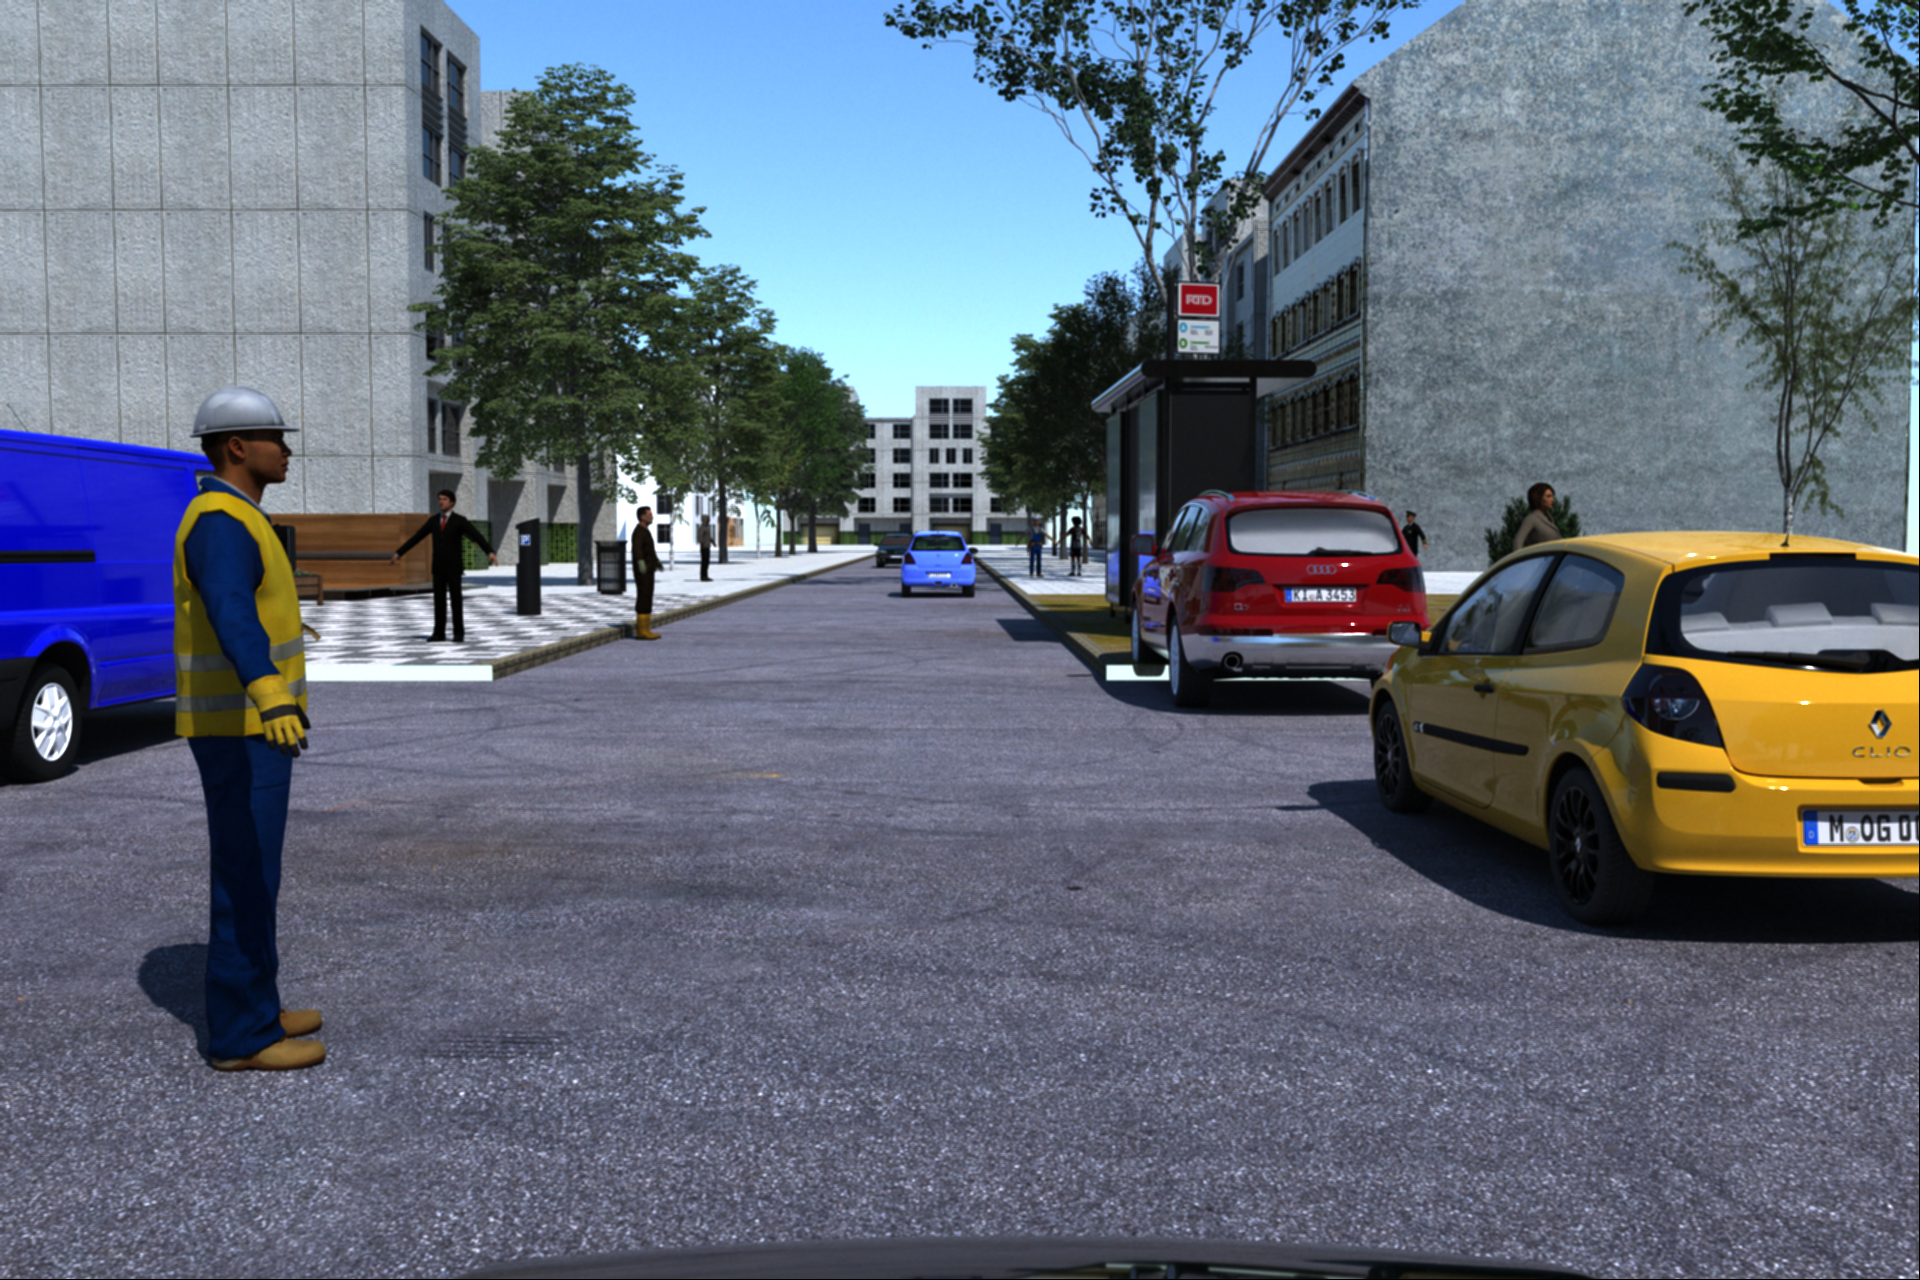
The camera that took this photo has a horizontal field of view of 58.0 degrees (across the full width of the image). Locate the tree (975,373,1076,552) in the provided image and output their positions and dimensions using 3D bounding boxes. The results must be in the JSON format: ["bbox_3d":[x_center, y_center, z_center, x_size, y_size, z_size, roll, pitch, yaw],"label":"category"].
[{"bbox_3d":[4.516,-12.480,122.182,7.486,12.596,7.792,0,3,0],"label":"tree"}]

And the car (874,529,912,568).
[{"bbox_3d":[-2.698,-3.971,74.710,2.009,1.686,4.222,0,4,0],"label":"car"}]

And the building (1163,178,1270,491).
[{"bbox_3d":[21.528,-13.973,94.919,16.747,18.905,31.486,0,4,-1],"label":"building"}]

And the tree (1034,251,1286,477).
[{"bbox_3d":[6.383,-7.456,56.325,8.767,10.594,7.601,1,4,11],"label":"tree"}]

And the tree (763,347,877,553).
[{"bbox_3d":[-9.985,-12.894,117.475,9.857,13.997,8.962,0,3,0],"label":"tree"}]

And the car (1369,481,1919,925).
[{"bbox_3d":[3.073,0.149,7.791,2.015,1.641,3.980,0,4,-1],"label":"car"}]

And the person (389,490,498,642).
[{"bbox_3d":[-6.110,-0.881,20.596,1.347,1.806,0.705,0,4,8],"label":"person"}]

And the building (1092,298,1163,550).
[{"bbox_3d":[20.787,-18.873,139.495,19.493,23.208,18.063,0,4,-1],"label":"building"}]

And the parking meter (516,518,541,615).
[{"bbox_3d":[-6.851,-1.167,27.486,0.372,1.533,0.369,0,3,0],"label":"parking meter"}]

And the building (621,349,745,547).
[{"bbox_3d":[-28.287,-19.536,175.828,16.016,20.090,11.380,0,4,-1],"label":"building"}]

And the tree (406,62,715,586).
[{"bbox_3d":[-9.673,-7.610,42.548,7.486,12.596,7.792,0,3,0],"label":"tree"}]

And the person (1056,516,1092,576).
[{"bbox_3d":[3.555,-2.887,53.341,1.345,1.843,0.704,-2,4,-30],"label":"person"}]

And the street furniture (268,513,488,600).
[{"bbox_3d":[-15.062,-1.882,37.633,11.010,1.723,9.812,0,4,3],"label":"street furniture"}]

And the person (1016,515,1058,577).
[{"bbox_3d":[2.252,-2.783,51.360,1.347,1.847,0.705,-1,4,-20],"label":"person"}]

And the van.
[{"bbox_3d":[-6.193,-0.444,11.649,2.240,2.365,5.245,0,4,-1],"label":"van"}]

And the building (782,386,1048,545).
[{"bbox_3d":[-5.413,-21.072,213.437,31.486,18.905,16.747,0,4,-1],"label":"building"}]

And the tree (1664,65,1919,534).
[{"bbox_3d":[13.236,-4.752,28.055,4.360,8.622,3.978,0,3,0],"label":"tree"}]

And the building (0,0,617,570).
[{"bbox_3d":[-25.407,-12.419,69.502,16.747,18.905,31.486,0,4,0],"label":"building"}]

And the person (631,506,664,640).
[{"bbox_3d":[-4.256,-0.914,23.545,0.704,1.812,1.346,0,4,0],"label":"person"}]

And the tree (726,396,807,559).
[{"bbox_3d":[-10.102,-8.455,88.598,4.737,8.622,4.395,0,3,0],"label":"tree"}]

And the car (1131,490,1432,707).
[{"bbox_3d":[2.774,-0.441,15.892,2.281,1.827,5.304,0,4,0],"label":"car"}]

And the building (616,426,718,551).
[{"bbox_3d":[-24.961,-12.522,146.881,9.099,9.664,28.070,0,4,0],"label":"building"}]

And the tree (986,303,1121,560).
[{"bbox_3d":[5.152,-10.214,85.128,7.486,12.596,7.792,0,3,0],"label":"tree"}]

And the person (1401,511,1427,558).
[{"bbox_3d":[10.690,-2.157,41.196,0.705,1.837,1.347,-2,4,-25],"label":"person"}]

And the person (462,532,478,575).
[{"bbox_3d":[-15.661,-2.918,53.934,1.346,1.802,0.704,1,4,18],"label":"person"}]

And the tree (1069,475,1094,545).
[{"bbox_3d":[16.032,-17.317,208.882,9.928,11.665,9.643,0,3,0],"label":"tree"}]

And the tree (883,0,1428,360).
[{"bbox_3d":[4.443,-11.406,42.376,12.611,20.169,13.585,0,3,0],"label":"tree"}]

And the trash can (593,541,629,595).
[{"bbox_3d":[-7.389,-1.533,36.715,0.748,1.137,0.748,0,3,0],"label":"trash can"}]

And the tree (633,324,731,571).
[{"bbox_3d":[-10.236,-6.697,59.863,4.360,8.622,3.978,0,3,0],"label":"tree"}]

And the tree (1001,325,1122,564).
[{"bbox_3d":[5.584,-8.564,74.428,8.767,10.594,7.601,2,4,32],"label":"tree"}]

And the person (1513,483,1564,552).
[{"bbox_3d":[5.278,-0.536,15.521,1.215,1.744,0.721,-3,5,-43],"label":"person"}]

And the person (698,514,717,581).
[{"bbox_3d":[-6.889,-2.501,47.024,0.705,1.813,1.348,0,4,8],"label":"person"}]

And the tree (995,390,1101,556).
[{"bbox_3d":[5.363,-10.280,102.482,8.767,10.594,7.601,3,5,43],"label":"tree"}]

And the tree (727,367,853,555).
[{"bbox_3d":[-10.380,-11.022,105.958,9.928,11.665,9.643,0,3,0],"label":"tree"}]

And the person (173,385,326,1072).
[{"bbox_3d":[-1.924,0.225,4.745,0.705,1.833,1.349,-1,4,-22],"label":"person"}]

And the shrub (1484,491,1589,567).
[{"bbox_3d":[9.306,-1.457,27.870,1.661,2.075,1.752,0,3,0],"label":"shrub"}]

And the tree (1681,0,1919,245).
[{"bbox_3d":[9.282,-5.439,14.682,9.928,11.665,9.643,0,3,0],"label":"tree"}]

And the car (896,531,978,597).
[{"bbox_3d":[-0.533,-1.889,40.477,1.945,1.707,3.694,0,4,-2],"label":"car"}]

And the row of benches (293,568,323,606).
[{"bbox_3d":[-12.446,-0.857,29.480,1.422,0.672,4.104,1,4,23],"label":"row of benches"}]

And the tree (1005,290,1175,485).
[{"bbox_3d":[5.838,-7.962,64.589,8.767,10.594,7.601,0,4,4],"label":"tree"}]

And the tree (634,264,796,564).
[{"bbox_3d":[-10.363,-9.487,73.247,7.486,12.596,7.792,0,3,0],"label":"tree"}]

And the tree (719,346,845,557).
[{"bbox_3d":[-9.861,-10.354,95.049,9.928,11.665,9.643,0,3,0],"label":"tree"}]

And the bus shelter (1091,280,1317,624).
[{"bbox_3d":[3.144,-2.905,25.131,2.179,5.291,8.768,0,4,-1],"label":"bus shelter"}]

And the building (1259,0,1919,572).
[{"bbox_3d":[22.809,-14.445,67.101,19.493,23.208,18.063,0,4,0],"label":"building"}]
